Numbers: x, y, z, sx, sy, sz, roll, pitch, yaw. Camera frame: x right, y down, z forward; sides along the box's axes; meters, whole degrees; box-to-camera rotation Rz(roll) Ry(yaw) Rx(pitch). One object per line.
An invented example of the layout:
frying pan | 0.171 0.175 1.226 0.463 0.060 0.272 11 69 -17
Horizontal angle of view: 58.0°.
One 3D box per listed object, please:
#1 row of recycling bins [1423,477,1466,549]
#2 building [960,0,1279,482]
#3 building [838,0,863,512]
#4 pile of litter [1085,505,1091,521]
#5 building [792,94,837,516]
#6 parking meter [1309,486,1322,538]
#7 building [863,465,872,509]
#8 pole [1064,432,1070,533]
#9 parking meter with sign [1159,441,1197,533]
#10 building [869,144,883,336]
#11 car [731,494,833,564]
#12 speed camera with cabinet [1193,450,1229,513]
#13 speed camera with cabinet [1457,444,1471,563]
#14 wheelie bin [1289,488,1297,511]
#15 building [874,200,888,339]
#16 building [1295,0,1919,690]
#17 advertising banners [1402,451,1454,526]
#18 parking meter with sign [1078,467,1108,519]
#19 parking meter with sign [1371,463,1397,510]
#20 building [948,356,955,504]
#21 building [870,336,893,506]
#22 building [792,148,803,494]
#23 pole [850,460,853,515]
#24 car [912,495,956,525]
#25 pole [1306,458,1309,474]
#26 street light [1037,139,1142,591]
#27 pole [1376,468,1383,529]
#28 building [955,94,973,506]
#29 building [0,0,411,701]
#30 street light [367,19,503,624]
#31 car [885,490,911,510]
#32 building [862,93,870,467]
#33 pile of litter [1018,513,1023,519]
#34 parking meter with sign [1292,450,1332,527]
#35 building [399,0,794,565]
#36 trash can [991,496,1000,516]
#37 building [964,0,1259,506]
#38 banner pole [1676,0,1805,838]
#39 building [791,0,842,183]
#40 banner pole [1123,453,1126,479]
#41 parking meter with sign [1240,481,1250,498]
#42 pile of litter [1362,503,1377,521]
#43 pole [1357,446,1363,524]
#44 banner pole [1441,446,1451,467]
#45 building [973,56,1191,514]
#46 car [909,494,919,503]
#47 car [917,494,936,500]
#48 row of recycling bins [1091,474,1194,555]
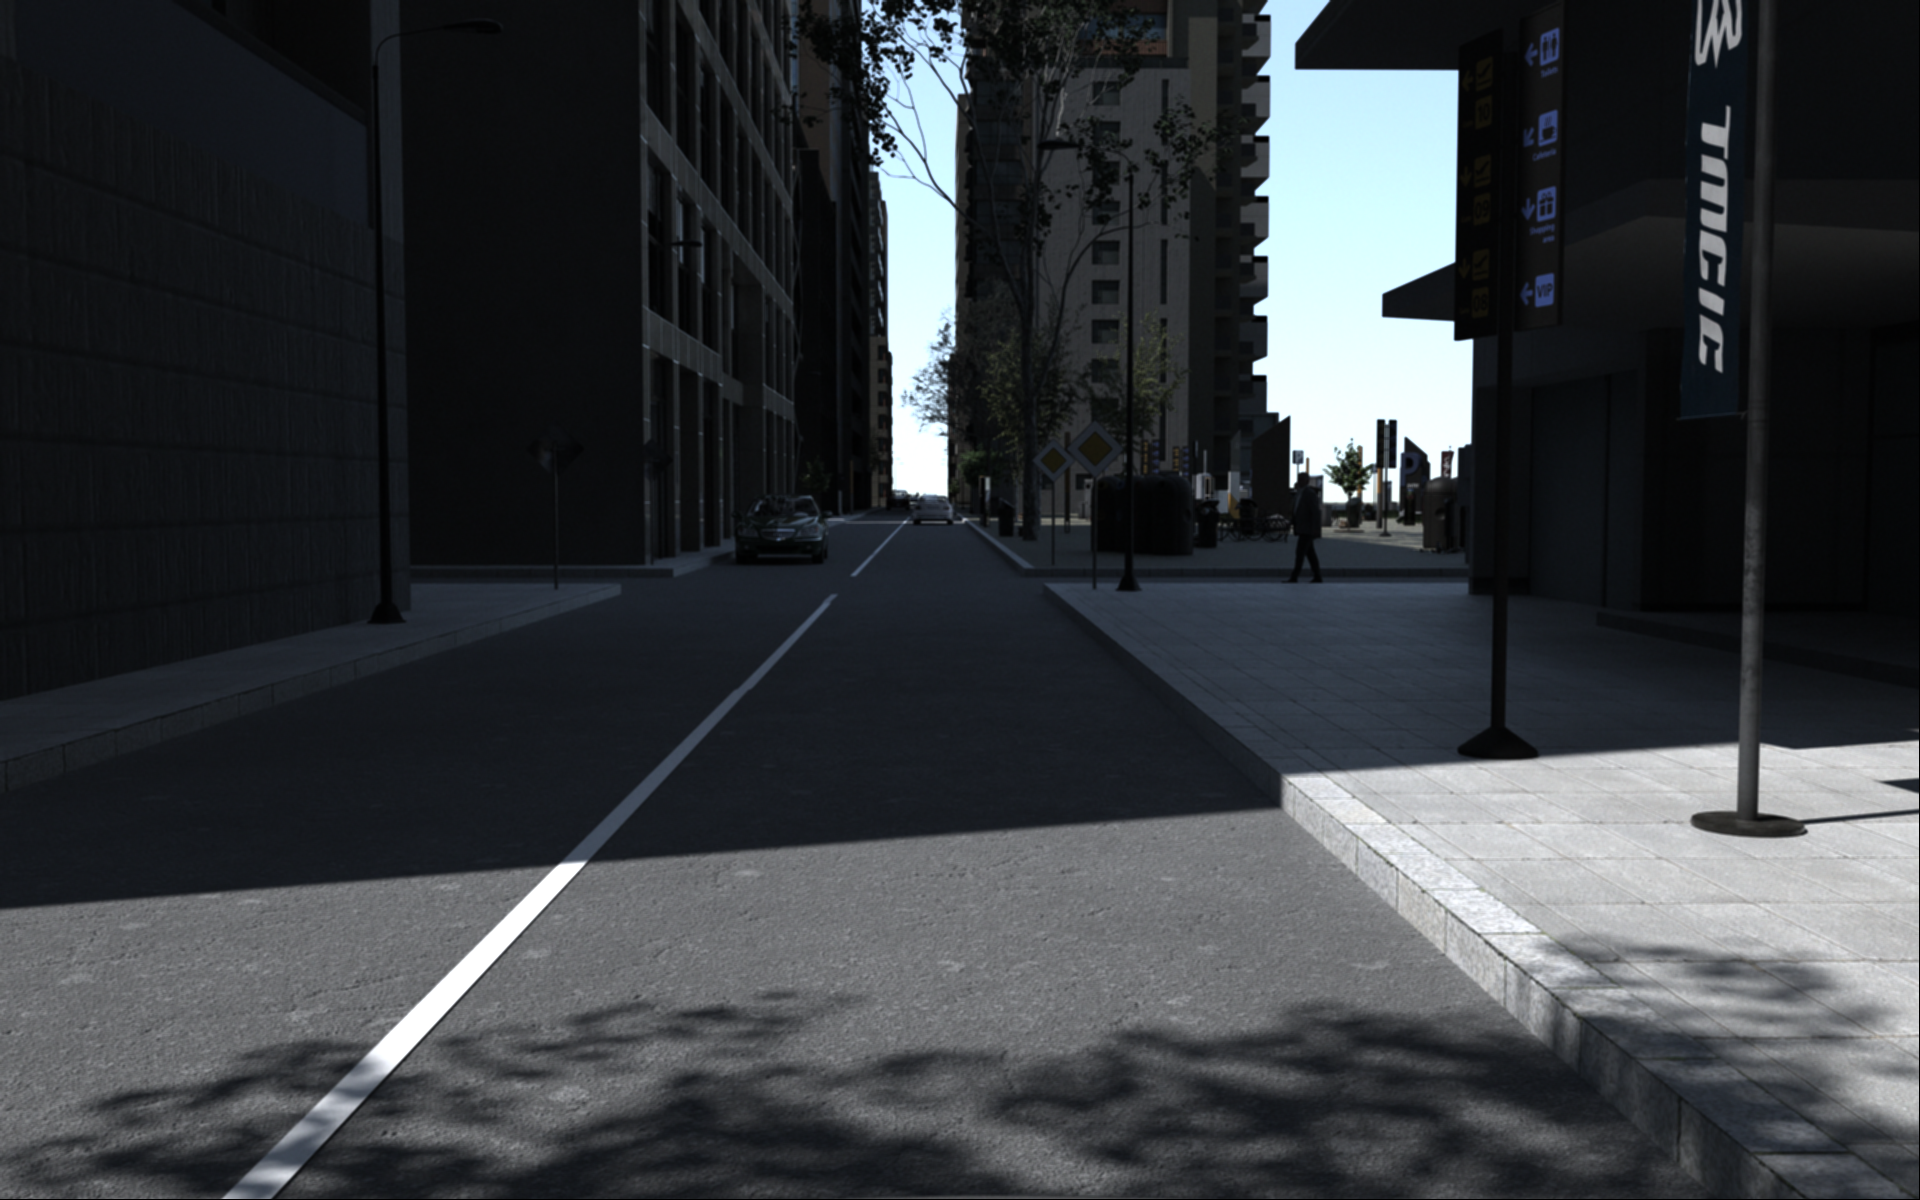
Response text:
row of recycling bins | 12.251 -2.129 41.918 1.069 1.692 3.534 3 4 38
building | 14.621 -35.417 168.307 28.713 52.752 27.495 0 4 -1
building | -18.505 -31.068 131.661 21.300 48.544 21.600 0 4 -1
pile of litter | 6.678 -4.234 83.198 1.176 0.858 1.719 -1 4 -17
building | -13.363 -16.230 95.040 12.332 23.373 15.834 0 4 -1
parking meter | 10.431 -2.595 50.845 0.372 1.533 0.369 0 3 0
building | -18.250 -43.681 152.443 20.563 71.187 20.611 0 4 -1
pole | 3.540 -3.870 57.114 0.158 3.312 0.155 0 3 0
parking meter with sign | 6.888 -3.709 56.904 1.738 3.016 0.543 1 4 14
building | -21.742 -37.516 232.997 23.786 49.044 30.456 0 4 -1
car | -3.784 -1.551 37.163 2.131 1.459 4.920 0 4 -3
speed camera with cabinet | 11.498 -5.171 78.884 2.038 3.252 0.660 -3 5 -39
speed camera with cabinet | 10.145 -2.279 31.592 2.038 3.252 0.660 3 5 43
wheelie bin | 16.689 -4.864 87.431 0.980 1.594 0.693 -2 4 -25
building | -17.694 -37.086 256.467 14.600 45.320 14.200 0 4 -1
building | 17.811 -25.651 8.636 28.713 52.752 27.495 0 4 -1
advertising banners | 18.998 -4.532 70.293 2.074 3.025 0.090 0 4 2
parking meter with sign | 6.766 -5.656 88.742 0.543 3.016 1.738 -3 5 -41
parking meter with sign | 24.043 -6.223 98.012 0.543 3.016 1.738 -2 4 -30
building | 12.325 -23.401 227.641 27.650 21.520 28.899 0 4 -1
building | -22.078 -21.967 204.206 27.650 21.520 28.899 0 4 -1
building | -15.203 -12.588 73.272 16.820 18.784 16.811 0 4 -1
pole | -6.572 -6.794 104.922 0.158 3.312 0.155 0 3 0
car | -1.245 -4.253 81.891 2.083 1.381 4.827 0 4 0
pole | 19.368 -6.283 96.577 0.158 3.312 0.155 0 3 0
street light | 1.706 -3.078 22.872 1.470 5.913 1.316 0 4 -1
pole | 15.579 -4.306 64.244 0.158 3.312 0.155 0 3 0
building | 10.228 -35.330 201.353 21.300 48.544 21.600 0 4 -1
building | -19.996 -28.786 12.653 28.212 58.520 21.231 0 4 -1
street light | -5.177 -2.725 17.099 1.470 5.913 1.316 0 4 -1
car | -5.466 -8.835 153.117 2.281 1.827 5.304 0 4 0
building | -16.172 -29.831 171.330 14.154 41.232 14.086 0 4 -1
pile of litter | 3.343 -4.605 89.255 1.719 0.858 1.176 -2 4 -34
parking meter with sign | 13.917 -4.401 68.221 0.543 3.016 1.738 -3 4 -36
building | -15.564 -14.850 47.312 19.350 26.468 34.151 0 4 -1
trash can | 2.006 -5.595 103.124 0.748 1.137 0.748 0 3 0
building | 11.503 -29.649 139.382 22.147 44.769 28.867 0 4 -1
banner pole | 3.012 -1.025 6.771 0.401 3.779 0.863 0 4 -3
building | -15.016 -28.327 113.253 14.600 45.320 14.200 0 4 -1
banner pole | 9.198 -6.508 96.425 0.401 3.779 0.863 1 4 21
parking meter with sign | 17.139 -6.564 103.580 1.738 3.016 0.543 -2 4 -29
pile of litter | 19.349 -4.201 82.650 1.719 0.858 1.176 0 4 0
pole | 16.975 -4.874 73.533 0.158 3.312 0.155 0 3 0
banner pole | 25.186 -6.096 89.692 0.401 3.779 0.863 -2 4 -28
building | 7.853 -21.199 118.310 14.160 30.474 14.107 0 4 -1
car | -7.118 -15.209 260.668 2.014 1.417 4.499 0 4 -2
car | -2.415 -7.848 138.101 2.009 1.686 4.222 0 4 -1
row of recycling bins | 3.967 -1.877 37.810 1.069 1.692 3.534 -2 4 -24
